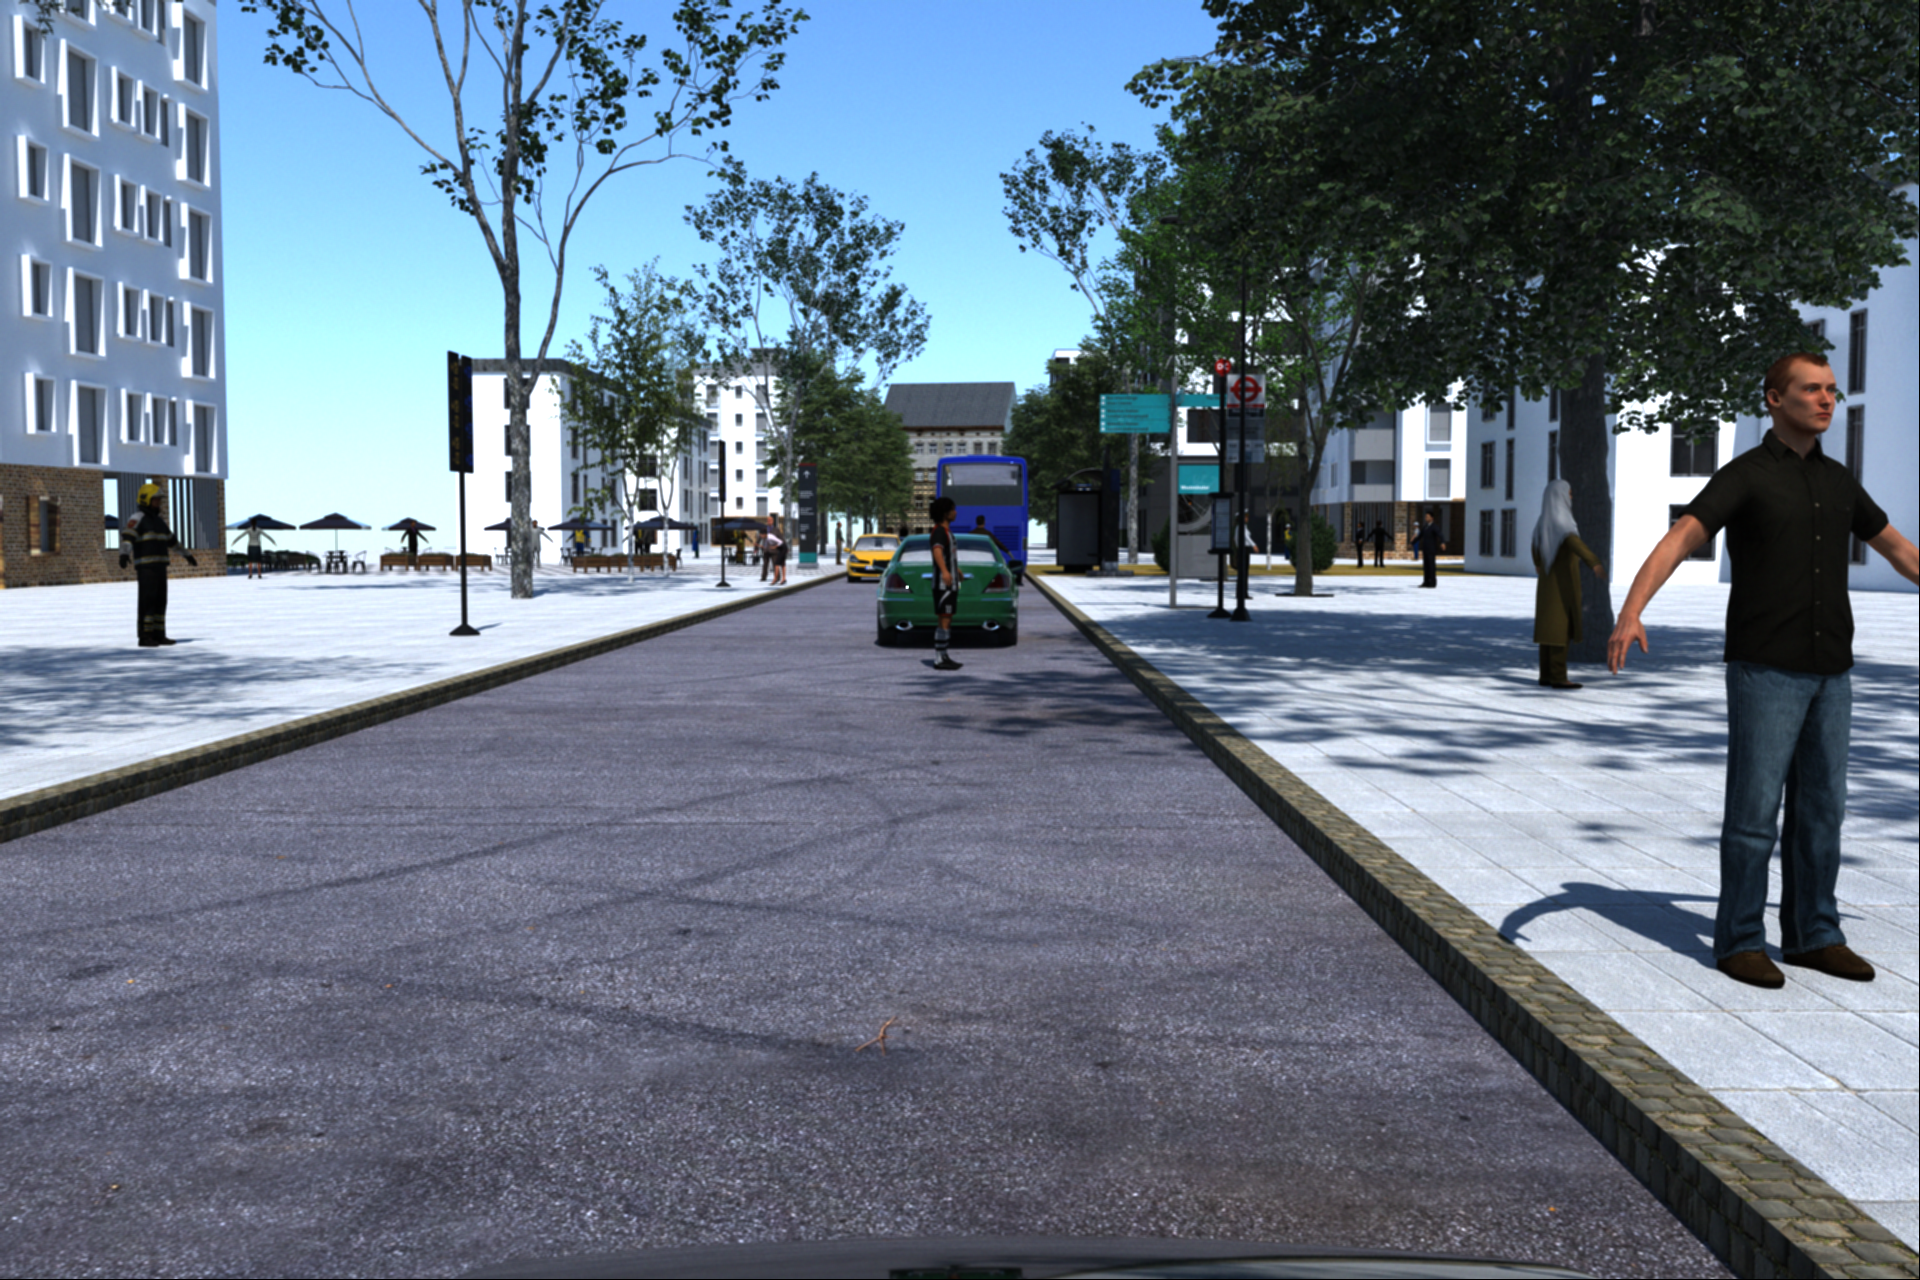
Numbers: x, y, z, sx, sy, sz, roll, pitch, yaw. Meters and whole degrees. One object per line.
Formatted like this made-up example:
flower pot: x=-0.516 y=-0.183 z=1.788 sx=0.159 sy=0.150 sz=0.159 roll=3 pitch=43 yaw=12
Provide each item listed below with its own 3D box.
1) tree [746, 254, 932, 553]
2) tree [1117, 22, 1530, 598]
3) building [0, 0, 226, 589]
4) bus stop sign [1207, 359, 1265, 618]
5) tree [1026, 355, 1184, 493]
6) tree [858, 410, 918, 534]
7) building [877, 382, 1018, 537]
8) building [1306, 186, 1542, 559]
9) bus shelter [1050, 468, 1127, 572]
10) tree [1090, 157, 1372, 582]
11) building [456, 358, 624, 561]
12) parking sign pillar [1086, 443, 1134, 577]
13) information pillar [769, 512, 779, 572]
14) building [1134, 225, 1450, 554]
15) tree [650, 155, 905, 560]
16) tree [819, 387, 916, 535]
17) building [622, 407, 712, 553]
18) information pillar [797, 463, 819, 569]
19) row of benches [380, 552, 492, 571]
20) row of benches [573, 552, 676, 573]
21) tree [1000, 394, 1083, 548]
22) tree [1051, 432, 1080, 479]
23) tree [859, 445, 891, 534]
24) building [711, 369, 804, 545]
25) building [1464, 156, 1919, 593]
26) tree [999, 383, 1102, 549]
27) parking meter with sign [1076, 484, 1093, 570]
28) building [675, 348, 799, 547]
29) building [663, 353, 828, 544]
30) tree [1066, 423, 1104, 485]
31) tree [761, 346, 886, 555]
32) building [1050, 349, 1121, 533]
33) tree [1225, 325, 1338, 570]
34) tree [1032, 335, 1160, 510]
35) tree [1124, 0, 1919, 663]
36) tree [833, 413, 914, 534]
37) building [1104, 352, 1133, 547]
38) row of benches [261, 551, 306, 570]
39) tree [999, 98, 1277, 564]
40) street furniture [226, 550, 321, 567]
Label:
tree: x=-9.117 y=-16.091 z=118.973 sx=12.611 sy=20.169 sz=13.585 roll=0 pitch=3 yaw=0
tree: x=7.235 y=-6.700 z=35.302 sx=9.928 sy=11.665 sz=9.643 roll=0 pitch=3 yaw=0
building: x=-27.465 y=-11.186 z=39.314 sx=16.016 sy=20.090 sz=11.380 roll=0 pitch=4 yaw=1
bus stop sign: x=4.216 y=-2.309 z=26.450 sx=0.855 sy=3.939 sz=0.416 roll=0 pitch=4 yaw=1
tree: x=7.495 y=-9.496 z=89.668 sx=8.767 sy=10.594 sz=7.601 roll=0 pitch=4 yaw=8
tree: x=-7.205 y=-14.676 z=158.071 sx=7.486 sy=12.596 sz=7.792 roll=0 pitch=3 yaw=0
building: x=-1.128 y=-25.462 z=249.682 sx=18.063 sy=23.208 sz=19.493 roll=1 pitch=4 yaw=10
building: x=25.018 y=-14.886 z=99.809 sx=16.016 sy=20.090 sz=11.380 roll=0 pitch=4 yaw=0
bus shelter: x=4.055 y=-3.782 z=55.752 sx=2.014 sy=3.302 sz=5.546 roll=0 pitch=4 yaw=-1
tree: x=7.204 y=-7.374 z=46.320 sx=9.928 sy=11.665 sz=9.643 roll=0 pitch=3 yaw=0
building: x=-23.257 y=-9.469 z=96.958 sx=9.099 sy=9.664 sz=28.070 roll=0 pitch=4 yaw=1
parking sign pillar: x=4.522 y=-3.893 z=52.121 sx=1.447 sy=3.967 sz=1.447 roll=0 pitch=4 yaw=0
information pillar: x=-6.325 y=-3.329 z=58.923 sx=0.304 sy=2.012 sz=0.304 roll=0 pitch=4 yaw=1
building: x=26.655 y=-17.431 z=128.972 sx=27.936 sy=21.610 sz=32.646 roll=0 pitch=4 yaw=1
tree: x=-9.225 y=-14.132 z=86.955 sx=12.611 sy=20.169 sz=13.585 roll=0 pitch=3 yaw=0
tree: x=-7.236 y=-13.189 z=133.759 sx=7.486 sy=12.596 sz=7.792 roll=0 pitch=3 yaw=0
building: x=-22.924 y=-11.401 z=128.549 sx=9.099 sy=9.664 sz=28.070 roll=0 pitch=4 yaw=0
information pillar: x=-5.585 y=-4.542 z=63.637 sx=0.750 sy=3.857 sz=0.750 roll=0 pitch=3 yaw=0
row of benches: x=-18.321 y=-2.741 z=60.284 sx=4.104 sy=0.672 sz=1.422 roll=1 pitch=4 yaw=13
row of benches: x=-11.246 y=-2.639 z=58.606 sx=1.422 sy=0.672 sz=4.104 roll=3 pitch=5 yaw=39
tree: x=8.515 y=-15.299 z=156.800 sx=9.857 sy=13.997 sz=8.962 roll=0 pitch=3 yaw=0
tree: x=7.569 y=-10.567 z=123.128 sx=4.360 sy=8.622 sz=3.978 roll=0 pitch=3 yaw=0
tree: x=-7.029 y=-11.679 z=141.319 sx=4.360 sy=8.622 sz=3.978 roll=0 pitch=3 yaw=0
building: x=-23.716 y=-20.655 z=194.131 sx=16.016 sy=20.090 sz=11.380 roll=0 pitch=4 yaw=0
building: x=21.748 y=-6.329 z=45.628 sx=9.099 sy=9.664 sz=28.070 roll=0 pitch=4 yaw=0
tree: x=7.621 y=-14.592 z=145.229 sx=9.857 sy=13.997 sz=8.962 roll=0 pitch=3 yaw=0
parking meter with sign: x=4.358 y=-3.894 z=59.929 sx=0.543 sy=3.016 sz=1.738 roll=0 pitch=4 yaw=-1
building: x=-22.915 y=-19.598 z=176.847 sx=16.016 sy=20.090 sz=11.380 roll=0 pitch=4 yaw=2
building: x=-26.891 y=-23.694 z=218.332 sx=19.493 sy=23.208 sz=18.063 roll=0 pitch=4 yaw=2
tree: x=7.853 y=-9.847 z=111.363 sx=4.360 sy=8.622 sz=3.978 roll=0 pitch=3 yaw=0
tree: x=-8.400 y=-11.454 z=105.396 sx=7.486 sy=12.596 sz=7.792 roll=0 pitch=3 yaw=0
building: x=24.582 y=-22.257 z=207.881 sx=27.936 sy=21.610 sz=32.646 roll=0 pitch=4 yaw=0
tree: x=10.826 y=-6.815 z=61.792 sx=4.360 sy=8.622 sz=3.978 roll=0 pitch=3 yaw=0
tree: x=7.673 y=-11.047 z=98.740 sx=7.486 sy=12.596 sz=7.792 roll=0 pitch=3 yaw=0
tree: x=6.291 y=-6.751 z=17.041 sx=9.857 sy=13.997 sz=8.962 roll=0 pitch=3 yaw=0
tree: x=-7.809 y=-13.580 z=147.793 sx=9.928 sy=11.665 sz=9.643 roll=0 pitch=3 yaw=0
building: x=24.078 y=-18.898 z=175.433 sx=16.747 sy=18.905 sz=31.486 roll=0 pitch=4 yaw=1
row of benches: x=-24.744 y=-2.919 z=63.195 sx=1.422 sy=0.672 sz=4.104 roll=-3 pitch=4 yaw=-36
tree: x=8.887 y=-13.308 z=73.471 sx=12.611 sy=20.169 sz=13.585 roll=0 pitch=3 yaw=0
street furniture: x=-29.545 y=-3.403 z=71.261 sx=5.734 sy=0.657 sz=10.072 roll=-1 pitch=4 yaw=-14
